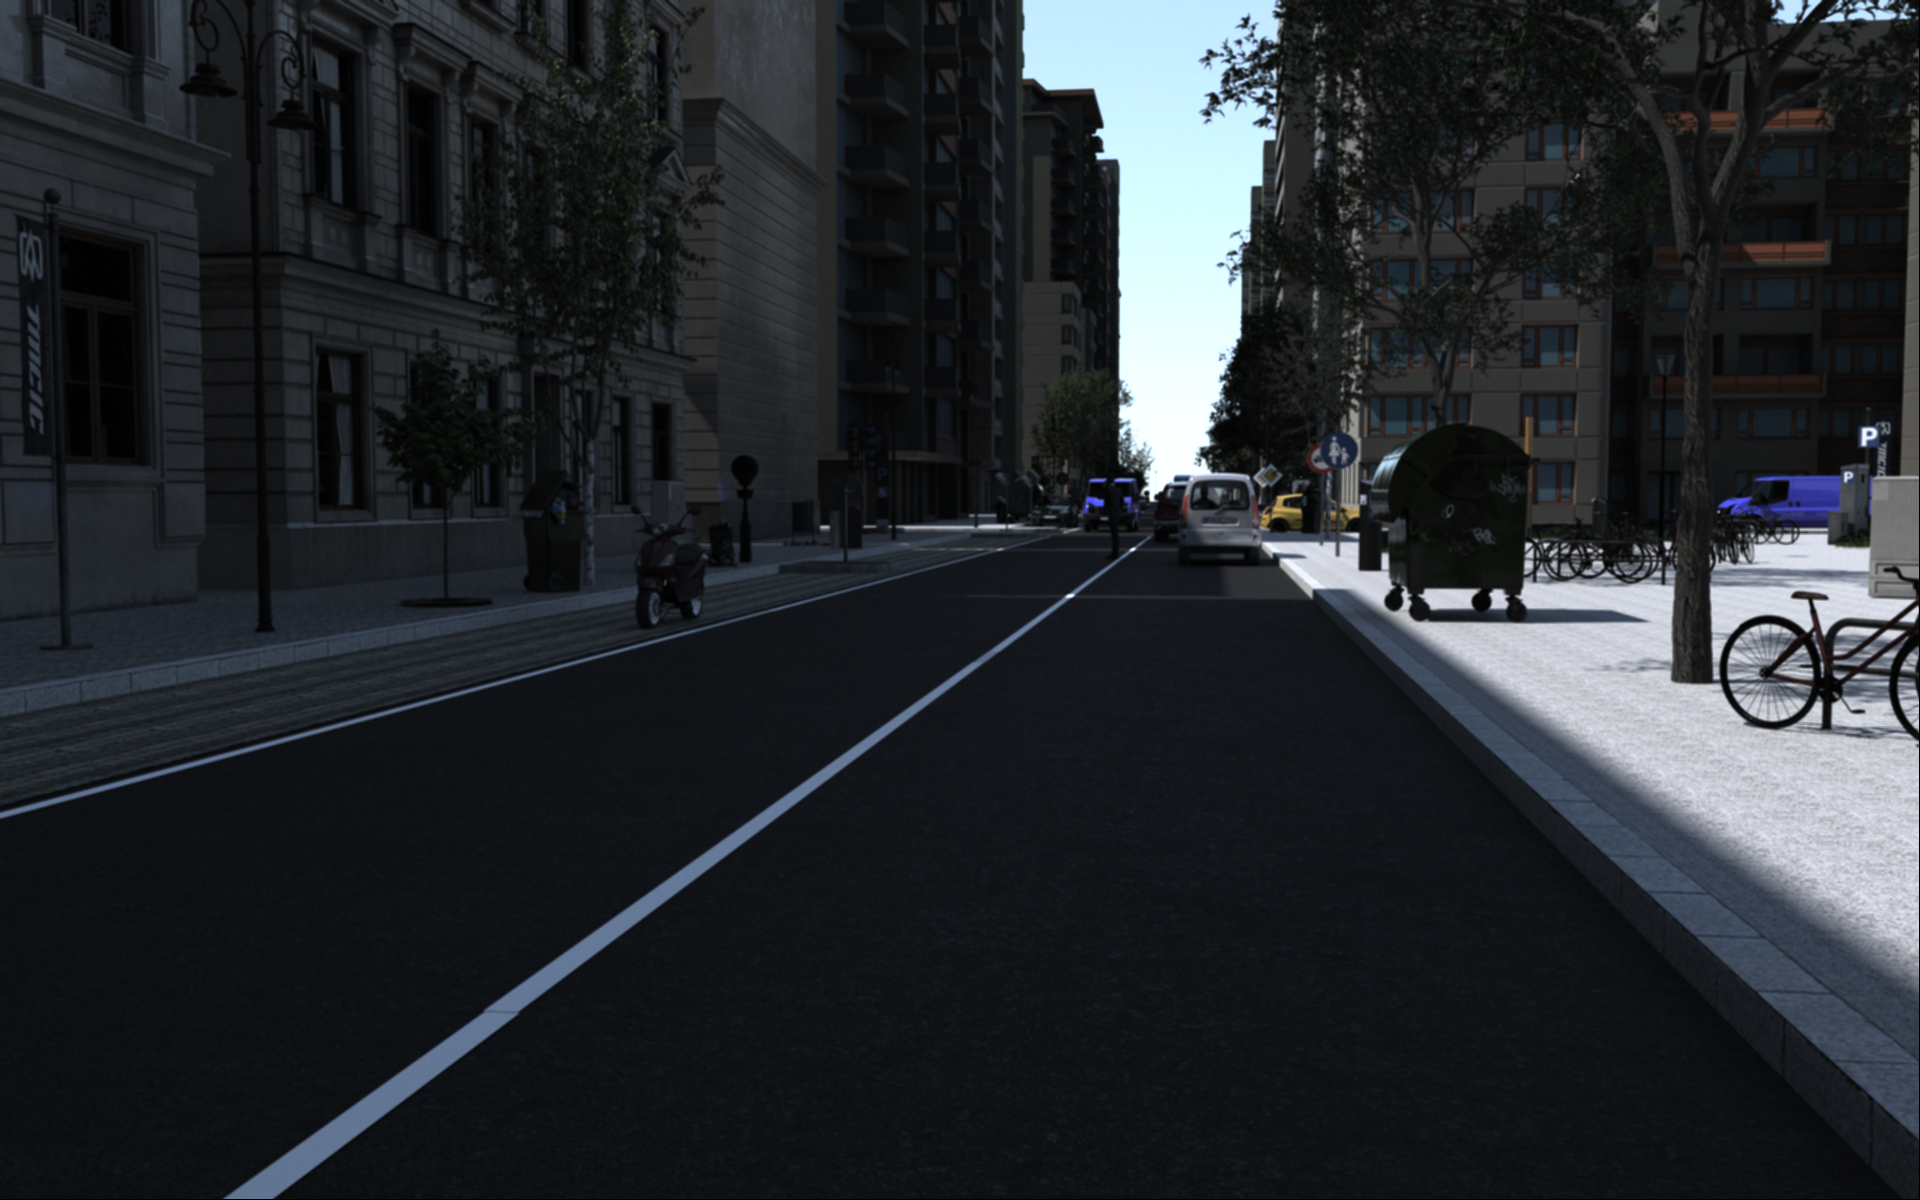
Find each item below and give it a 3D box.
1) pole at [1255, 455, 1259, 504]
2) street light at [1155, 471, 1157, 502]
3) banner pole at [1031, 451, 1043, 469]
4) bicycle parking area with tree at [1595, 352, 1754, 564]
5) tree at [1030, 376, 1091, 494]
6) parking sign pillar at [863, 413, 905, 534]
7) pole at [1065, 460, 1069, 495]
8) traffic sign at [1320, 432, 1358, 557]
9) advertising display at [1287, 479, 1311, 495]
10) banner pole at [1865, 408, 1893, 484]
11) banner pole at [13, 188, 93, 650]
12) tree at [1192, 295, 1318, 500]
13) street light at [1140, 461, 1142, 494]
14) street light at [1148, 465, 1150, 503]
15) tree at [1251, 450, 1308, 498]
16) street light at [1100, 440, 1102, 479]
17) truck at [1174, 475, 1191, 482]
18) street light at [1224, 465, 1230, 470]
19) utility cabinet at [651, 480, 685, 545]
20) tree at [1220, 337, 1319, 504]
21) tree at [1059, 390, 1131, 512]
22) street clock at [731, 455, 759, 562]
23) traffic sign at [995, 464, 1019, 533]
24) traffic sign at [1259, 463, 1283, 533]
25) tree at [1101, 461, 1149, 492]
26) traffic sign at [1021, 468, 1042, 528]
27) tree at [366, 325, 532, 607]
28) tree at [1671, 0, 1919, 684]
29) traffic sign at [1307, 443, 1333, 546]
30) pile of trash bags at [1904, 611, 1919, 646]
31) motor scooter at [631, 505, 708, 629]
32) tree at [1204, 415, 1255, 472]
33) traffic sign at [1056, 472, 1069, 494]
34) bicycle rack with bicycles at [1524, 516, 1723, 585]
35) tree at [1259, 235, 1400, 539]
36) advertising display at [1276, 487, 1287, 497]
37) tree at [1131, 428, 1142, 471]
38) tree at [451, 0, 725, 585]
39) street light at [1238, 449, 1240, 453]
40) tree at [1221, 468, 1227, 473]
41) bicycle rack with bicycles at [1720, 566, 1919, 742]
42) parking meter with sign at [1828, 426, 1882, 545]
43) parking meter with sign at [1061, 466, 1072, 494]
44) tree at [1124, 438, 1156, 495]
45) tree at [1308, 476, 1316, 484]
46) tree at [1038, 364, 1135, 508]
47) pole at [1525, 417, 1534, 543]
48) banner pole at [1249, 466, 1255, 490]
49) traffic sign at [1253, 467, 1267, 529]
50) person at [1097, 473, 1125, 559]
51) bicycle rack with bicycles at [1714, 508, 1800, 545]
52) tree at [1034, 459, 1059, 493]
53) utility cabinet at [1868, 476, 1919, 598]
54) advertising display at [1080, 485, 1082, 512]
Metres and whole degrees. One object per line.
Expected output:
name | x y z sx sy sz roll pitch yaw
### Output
pole | 15.455 -5.889 90.135 0.158 3.312 0.155 0 3 0
street light | 32.567 -19.290 288.184 0.468 5.910 1.993 1 4 8
banner pole | 4.548 -6.774 100.766 0.863 3.779 0.401 0 4 8
bicycle parking area with tree | 16.786 -2.898 34.389 8.231 4.147 9.016 2 4 33
tree | 6.147 -9.682 108.666 4.737 8.622 4.395 0 3 0
parking sign pillar | -2.549 -4.181 56.835 1.447 3.967 1.447 0 4 -2
pole | 6.392 -6.707 103.507 0.158 3.312 0.155 0 3 0
traffic sign | 7.742 -2.160 35.429 0.768 2.556 0.104 1 4 18
advertising display | 14.404 -4.166 73.332 0.974 1.923 0.123 -1 4 -23
banner pole | 26.476 -3.674 50.090 0.863 3.779 0.401 2 4 31
banner pole | -7.426 -1.471 14.071 0.401 3.779 0.863 0 4 -3
tree | 18.079 -11.114 98.726 9.611 12.733 9.660 0 3 0
street light | 23.411 -15.382 224.287 0.468 5.910 1.993 1 4 8
street light | 28.027 -17.352 256.487 0.468 5.910 1.993 1 4 8
tree | 13.932 -4.995 76.273 1.663 3.219 1.824 0 3 0
street light | 11.572 -10.374 142.405 0.468 5.910 1.993 1 4 8
truck | 31.438 -15.552 244.031 2.967 4.110 18.799 0 4 8
street light | 35.903 -15.911 232.926 0.468 5.910 1.993 1 4 8
utility cabinet | -4.804 -1.220 28.620 0.318 1.500 1.173 0 4 4
tree | 14.826 -8.050 81.975 4.737 8.622 4.395 0 3 0
tree | 8.776 -10.402 120.437 4.360 8.622 3.978 0 3 0
street clock | -4.031 -1.708 32.502 0.471 2.002 0.358 0 4 8
traffic sign | 1.562 -3.302 57.628 0.795 2.450 0.064 1 4 8
traffic sign | 10.116 -3.226 56.384 0.795 2.450 0.064 1 4 8
tree | 15.219 -11.232 167.362 4.285 4.588 4.351 0 3 0
traffic sign | 2.697 -3.785 65.532 0.795 2.450 0.064 1 4 8
tree | -6.089 -1.557 20.059 1.663 3.219 1.824 0 3 0
tree | 4.686 -4.707 11.365 7.601 10.594 8.767 -2 4 -29
traffic sign | 9.011 -2.629 43.097 0.768 2.556 0.104 1 4 9
pile of trash bags | 9.846 -0.304 14.728 3.447 1.369 1.912 -2 4 -28
motor scooter | -3.173 -0.385 19.064 0.815 1.314 1.986 1 4 9
tree | 34.945 -18.089 221.516 9.928 11.665 9.643 0 3 0
traffic sign | 5.976 -6.176 101.086 0.768 2.556 0.104 1 4 12
bicycle rack with bicycles | 9.513 -0.757 25.757 2.925 0.926 2.852 2 4 31
tree | 10.520 -6.056 49.375 4.360 8.622 3.978 0 3 0
advertising display | 17.078 -5.302 91.908 0.123 1.923 0.974 3 5 41
tree | 16.776 -13.918 177.927 4.360 8.622 3.978 0 3 0
tree | -5.304 -4.534 24.494 4.737 8.622 4.395 0 3 0
street light | 23.841 -10.779 149.030 0.468 5.910 1.993 1 4 8
tree | 40.219 -18.856 258.650 4.360 8.622 3.978 0 3 0
bicycle rack with bicycles | 5.842 0.281 8.796 2.852 0.926 2.925 -1 4 -23
parking meter with sign | 22.727 -2.924 44.067 1.738 3.016 0.543 -3 4 -38
parking meter with sign | 6.487 -6.646 104.926 0.543 3.016 1.738 0 4 -3
tree | 23.743 -16.990 228.155 4.737 8.622 4.395 0 3 0
tree | 20.936 -6.783 105.504 1.663 3.219 1.824 0 3 0
tree | 10.022 -12.949 137.472 9.928 11.665 9.643 0 3 0
pole | 14.992 -3.170 45.680 0.158 3.312 0.155 0 3 0
banner pole | 21.265 -8.321 126.065 0.863 3.779 0.401 1 4 9
traffic sign | 11.251 -3.709 64.289 0.795 2.450 0.064 1 4 8
person | 3.328 -1.863 38.327 0.474 1.900 0.648 2 4 28
bicycle rack with bicycles | 20.447 -1.937 45.058 2.852 0.926 2.925 -2 4 -35
tree | 4.271 -6.051 93.540 1.663 3.219 1.824 0 3 0
utility cabinet | 11.782 -0.761 21.129 1.173 1.500 0.318 2 4 35
advertising display | 8.995 -7.488 127.646 0.123 1.923 0.974 1 4 11
